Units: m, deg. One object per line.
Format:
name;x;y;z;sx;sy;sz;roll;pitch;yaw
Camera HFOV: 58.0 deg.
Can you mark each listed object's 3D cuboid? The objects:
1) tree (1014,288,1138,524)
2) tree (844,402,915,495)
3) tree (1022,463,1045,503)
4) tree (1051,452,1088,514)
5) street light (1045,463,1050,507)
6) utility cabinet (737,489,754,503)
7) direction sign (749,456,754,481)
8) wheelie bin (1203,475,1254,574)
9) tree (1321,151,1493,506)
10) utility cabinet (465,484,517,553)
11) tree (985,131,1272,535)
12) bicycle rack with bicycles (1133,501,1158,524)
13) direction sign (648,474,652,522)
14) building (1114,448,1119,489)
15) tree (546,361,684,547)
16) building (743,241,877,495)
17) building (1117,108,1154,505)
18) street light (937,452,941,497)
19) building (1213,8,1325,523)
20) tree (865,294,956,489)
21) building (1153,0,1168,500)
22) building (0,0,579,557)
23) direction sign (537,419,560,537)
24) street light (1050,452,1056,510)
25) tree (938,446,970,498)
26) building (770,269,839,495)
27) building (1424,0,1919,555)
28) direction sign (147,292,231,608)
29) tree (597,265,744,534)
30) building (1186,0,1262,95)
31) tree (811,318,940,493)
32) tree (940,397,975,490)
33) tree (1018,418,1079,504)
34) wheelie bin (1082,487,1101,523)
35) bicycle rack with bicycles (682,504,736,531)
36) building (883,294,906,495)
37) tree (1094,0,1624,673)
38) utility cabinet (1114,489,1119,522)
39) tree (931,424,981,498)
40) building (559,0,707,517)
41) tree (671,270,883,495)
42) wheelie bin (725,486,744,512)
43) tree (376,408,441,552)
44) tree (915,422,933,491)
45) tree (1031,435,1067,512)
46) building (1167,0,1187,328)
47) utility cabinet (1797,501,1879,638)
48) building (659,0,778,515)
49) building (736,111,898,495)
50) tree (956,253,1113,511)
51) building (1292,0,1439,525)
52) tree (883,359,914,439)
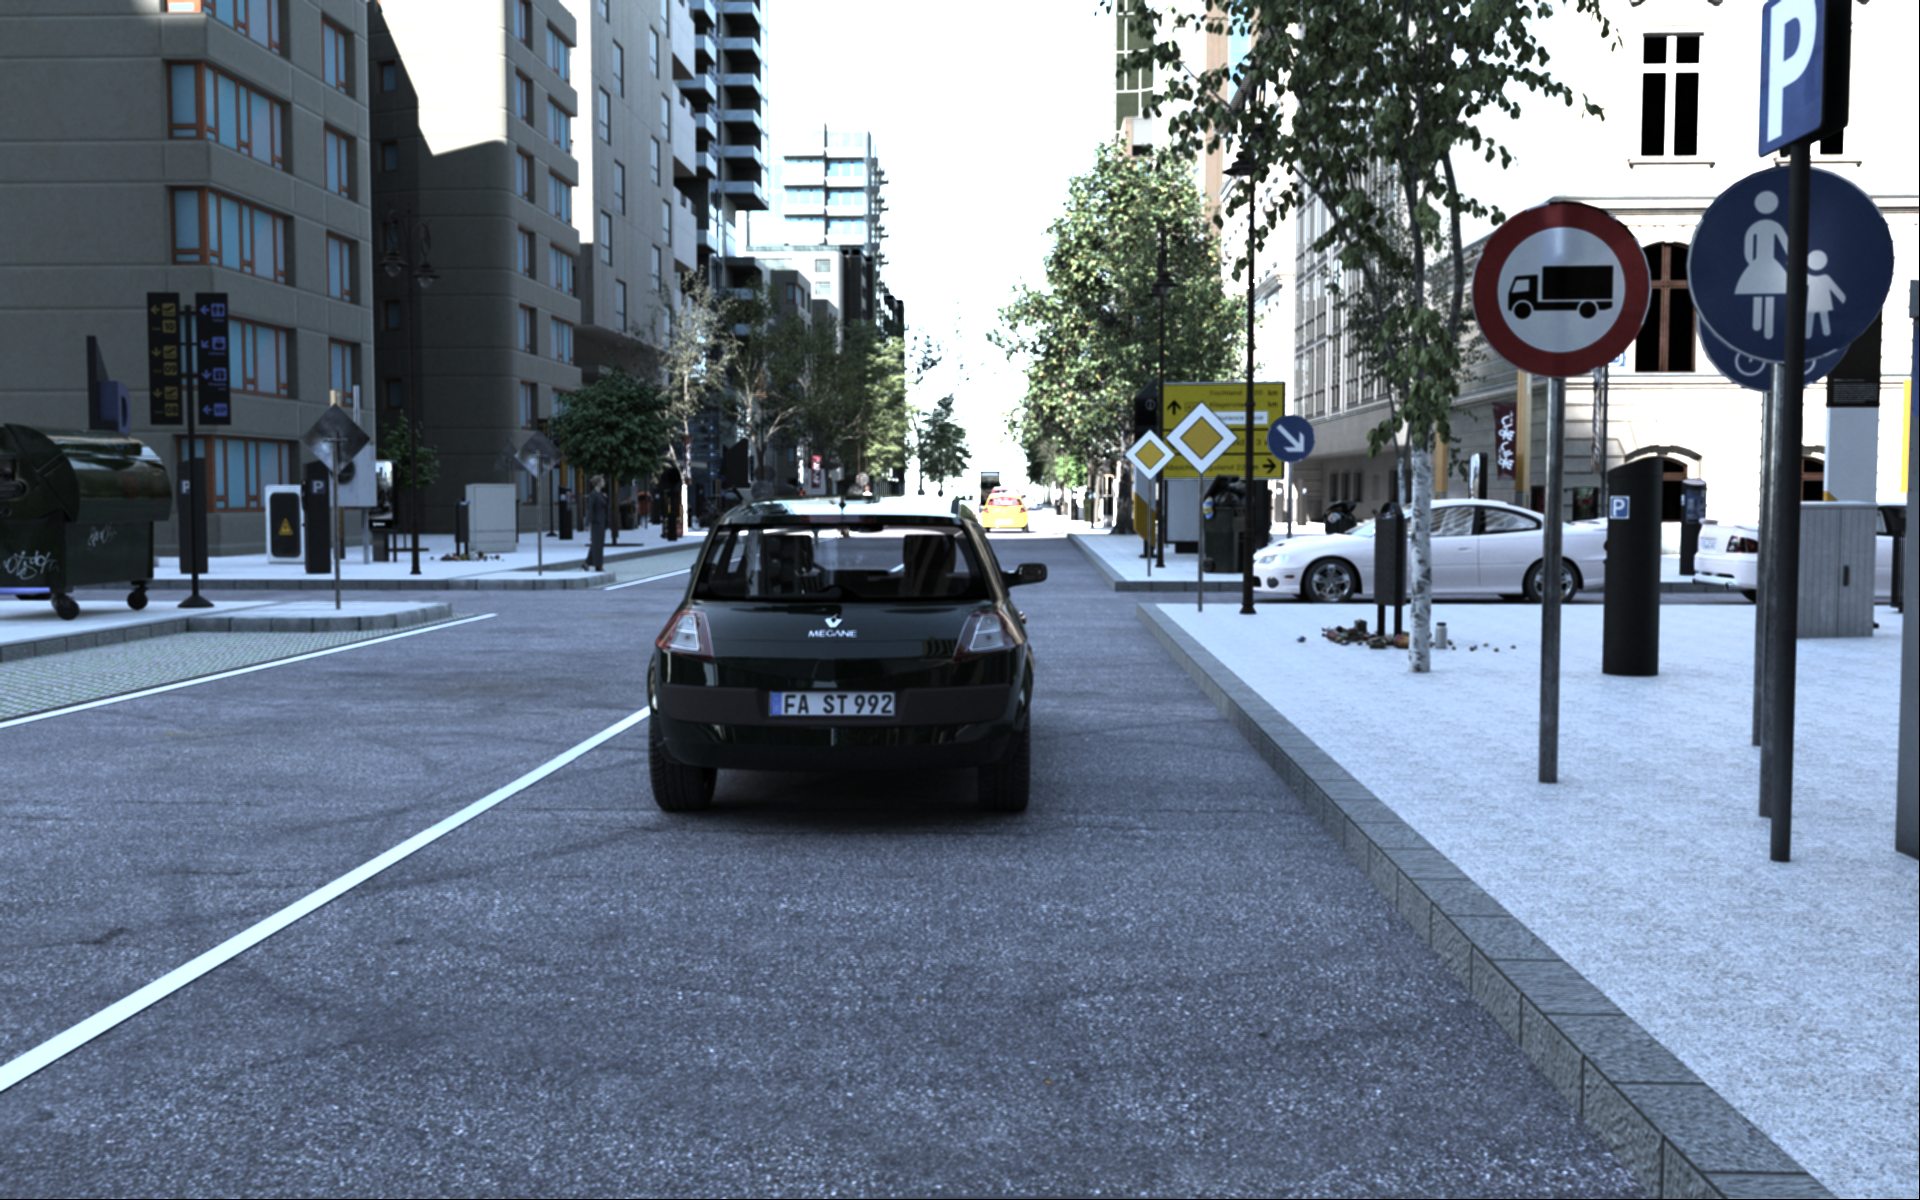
tree;6.106;-8.577;74.643;7.601;10.594;8.767;3;5;43
tree;-6.118;-10.410;120.568;4.737;8.622;4.395;0;3;0
tree;12.693;-20.522;253.656;7.486;12.596;7.792;0;3;0
tree;7.572;-7.893;112.767;4.285;4.588;4.351;0;3;0
street light;9.286;-12.550;177.984;0.468;5.910;1.993;0;4;2
utility cabinet;-8.572;-3.668;68.651;1.173;1.500;0.318;0;4;-6
direction sign;-12.534;-6.769;102.671;0.876;3.537;0.379;3;4;37
wheelie bin;4.368;-1.241;28.195;0.693;1.594;0.980;3;5;41
tree;9.521;-5.285;36.767;4.360;8.622;3.978;0;3;0
utility cabinet;-10.190;-1.770;37.622;0.318;1.500;1.173;2;4;32
tree;5.375;-8.437;54.945;9.611;12.733;9.660;0;3;0
bicycle rack with bicycles;8.848;-3.678;73.519;2.925;0.926;2.852;-3;4;-36
direction sign;-13.995;-5.288;78.449;0.379;3.537;0.876;-1;4;-15
building;31.210;-36.957;223.852;23.786;49.044;30.456;0;4;2
tree;-8.517;-3.622;42.934;4.285;4.588;4.351;0;3;0
building;-17.300;-26.324;202.100;14.160;30.474;14.107;0;4;2
building;25.542;-33.723;201.487;14.600;45.320;14.200;0;4;2
street light;-2.295;-13.125;187.386;0.468;5.910;1.993;0;4;2
building;20.435;-17.827;88.738;12.463;27.353;25.104;0;4;2
tree;-2.469;-18.794;163.171;12.611;20.169;13.585;0;3;0
building;27.729;-37.431;154.000;21.231;58.520;28.212;0;4;2
building;-28.318;-12.510;49.576;27.650;21.520;28.899;0;4;2
direction sign;-12.354;-3.689;52.320;0.379;3.537;0.876;3;5;43
street light;7.863;-10.393;142.706;0.468;5.910;1.993;0;4;2
tree;-0.608;-18.497;252.785;4.360;8.622;3.978;0;3;0
building;-25.736;-18.570;148.666;27.650;21.520;28.899;0;4;2
building;29.628;-13.515;40.060;34.723;24.649;14.460;0;4;2
direction sign;-8.679;-1.686;19.564;0.876;3.537;0.379;0;4;-4
tree;-9.018;-6.407;55.118;4.360;8.622;3.978;0;3;0
building;23.066;-28.693;119.248;14.600;45.320;14.200;0;4;2
tree;-6.045;-11.871;112.219;7.486;12.596;7.792;0;3;0
tree;-2.101;-17.376;202.228;7.486;12.596;7.792;0;3;0
tree;12.590;-19.410;243.104;9.928;11.665;9.643;0;3;0
wheelie bin;5.928;-4.280;77.882;0.693;1.594;0.980;-3;5;-43
bicycle rack with bicycles;-8.248;-2.871;60.322;2.925;0.926;2.852;-3;5;-44
building;-15.230;-29.086;247.249;14.160;30.474;14.107;0;4;2
tree;3.081;-3.784;12.231;4.737;8.622;4.395;0;3;0
utility cabinet;7.451;-4.321;79.320;0.318;1.500;1.173;2;4;31
tree;-1.119;-19.546;245.336;9.928;11.665;9.643;0;3;0
building;-28.768;-30.481;87.597;28.713;52.752;27.495;0;4;2
tree;-8.087;-8.390;71.587;8.767;10.594;7.601;0;4;3
wheelie bin;-8.359;-3.432;64.027;0.693;1.594;0.980;-1;4;-12
tree;-12.625;-2.711;38.927;1.663;3.219;1.824;0;3;0
tree;-4.392;-11.160;132.826;4.737;8.622;4.395;0;3;0
tree;6.944;-10.518;122.335;4.360;8.622;3.978;0;3;0
building;22.789;-27.518;133.511;14.154;41.232;14.086;0;4;2
utility cabinet;7.699;-0.268;15.552;1.020;1.237;0.306;-1;4;-13
building;-23.910;-49.176;116.694;22.319;86.520;31.000;0;4;2
building;-20.543;-36.961;223.917;23.786;49.044;30.456;0;4;2
tree;6.973;-16.888;132.008;12.611;20.169;13.585;0;3;0
building;21.059;-16.541;63.949;14.314;27.812;24.014;0;4;2
tree;-6.484;-9.248;85.625;8.767;10.594;7.601;0;4;-8
